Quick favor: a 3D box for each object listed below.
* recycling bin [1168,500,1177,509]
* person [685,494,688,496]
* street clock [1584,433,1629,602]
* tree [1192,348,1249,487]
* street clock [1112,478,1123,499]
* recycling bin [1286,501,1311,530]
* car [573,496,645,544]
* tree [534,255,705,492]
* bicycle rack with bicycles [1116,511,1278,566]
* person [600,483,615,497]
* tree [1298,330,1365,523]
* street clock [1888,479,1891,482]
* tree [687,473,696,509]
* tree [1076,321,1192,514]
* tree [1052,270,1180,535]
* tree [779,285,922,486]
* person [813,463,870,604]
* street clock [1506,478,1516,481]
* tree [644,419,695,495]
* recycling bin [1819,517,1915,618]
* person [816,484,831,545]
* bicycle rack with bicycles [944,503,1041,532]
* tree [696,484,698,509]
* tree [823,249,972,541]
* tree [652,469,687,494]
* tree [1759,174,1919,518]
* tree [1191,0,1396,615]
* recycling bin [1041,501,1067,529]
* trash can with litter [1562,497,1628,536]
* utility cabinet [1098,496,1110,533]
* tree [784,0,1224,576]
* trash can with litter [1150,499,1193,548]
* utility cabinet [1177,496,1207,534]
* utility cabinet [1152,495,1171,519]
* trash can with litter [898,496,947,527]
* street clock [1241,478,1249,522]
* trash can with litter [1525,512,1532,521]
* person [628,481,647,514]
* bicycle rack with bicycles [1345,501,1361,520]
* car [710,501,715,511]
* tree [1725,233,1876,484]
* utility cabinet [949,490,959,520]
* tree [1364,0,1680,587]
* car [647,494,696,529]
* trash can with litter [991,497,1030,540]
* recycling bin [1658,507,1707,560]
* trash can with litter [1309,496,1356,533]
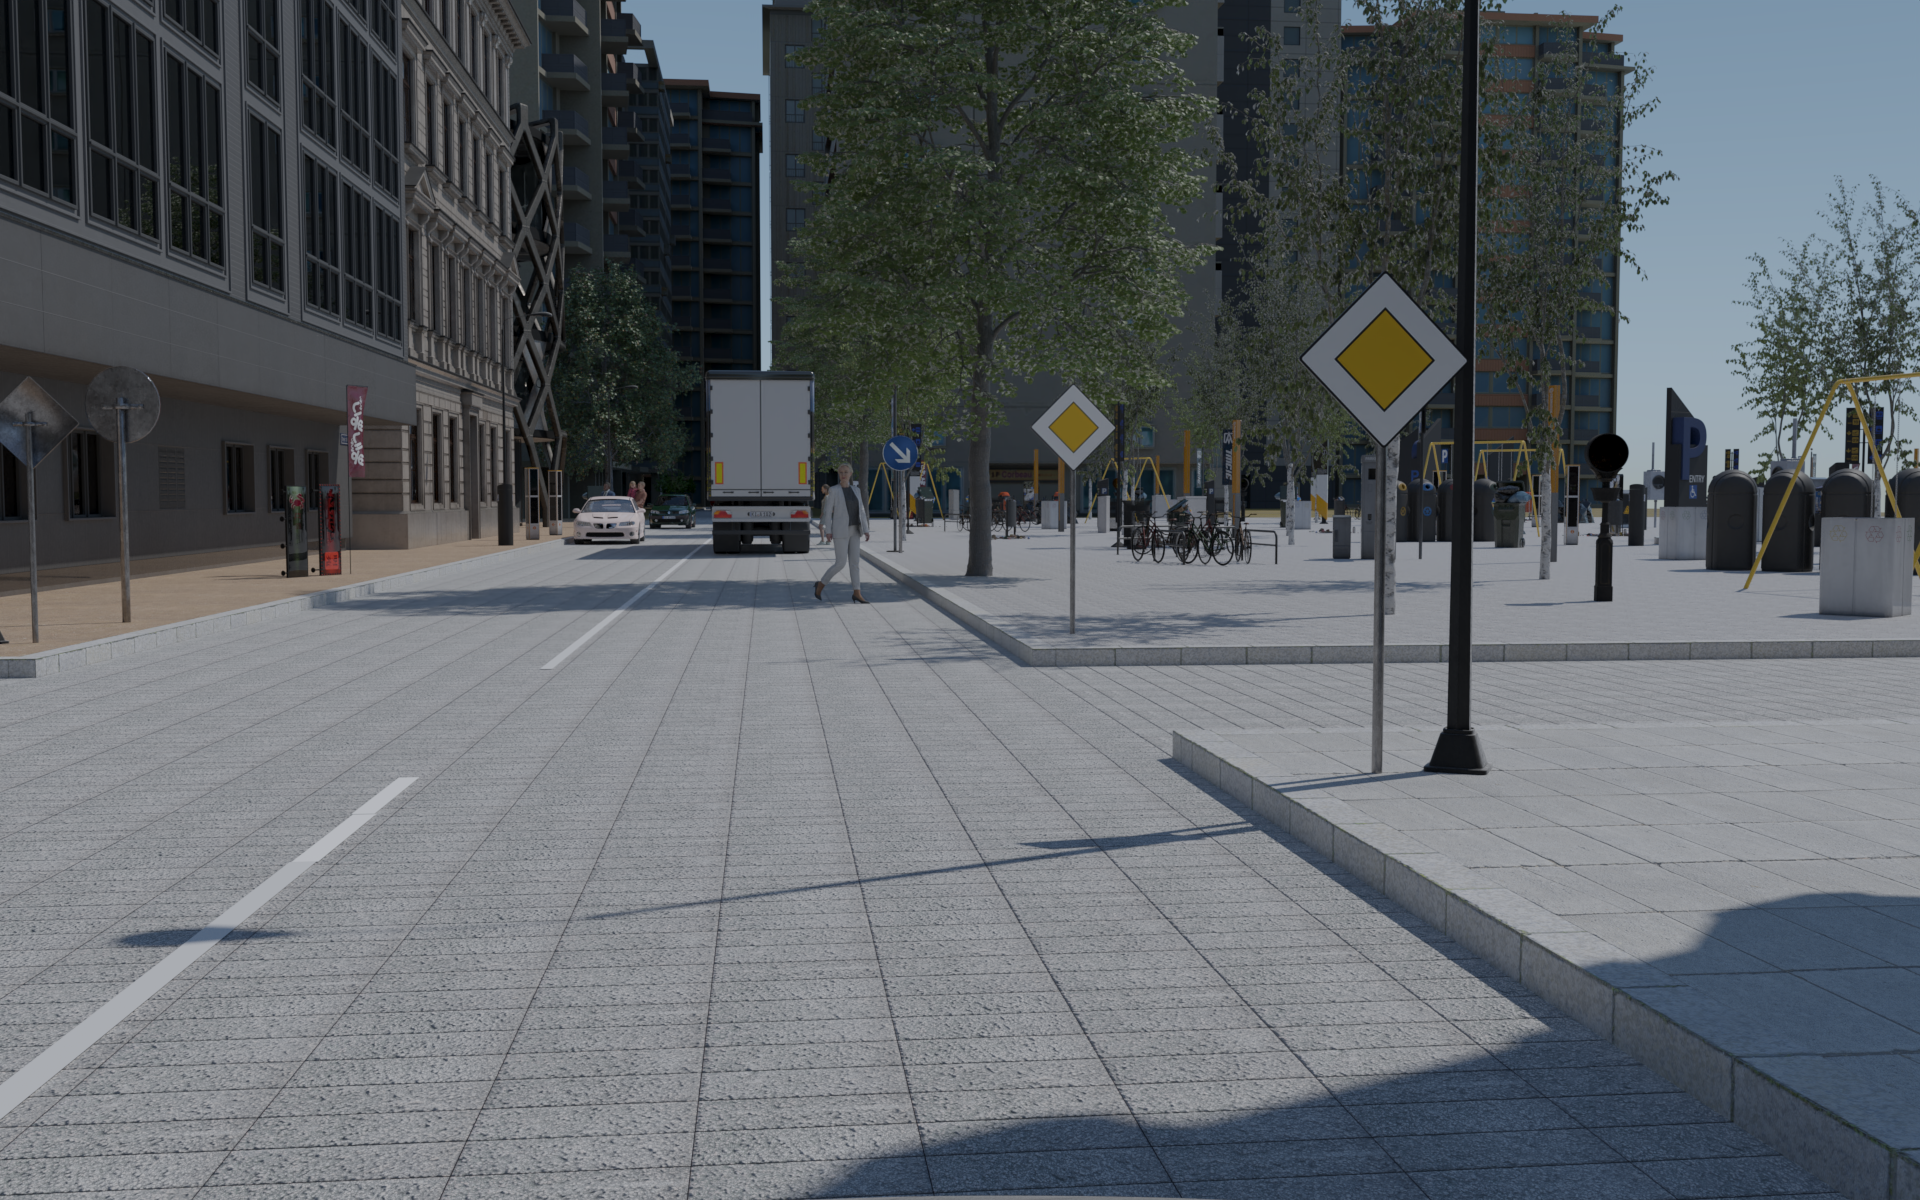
[{"bbox_3d":[9.962,-4.055,78.852,0.722,1.027,0.722,3,5,41],"label":"recycling bin"},{"bbox_3d":[-16.764,-5.751,105.748,0.599,1.433,0.991,0,4,-6],"label":"person"},{"bbox_3d":[7.704,-0.986,20.687,0.471,2.002,0.358,1,4,10],"label":"street clock"},{"bbox_3d":[12.406,-8.327,86.510,4.737,8.622,4.395,0,3,0],"label":"tree"},{"bbox_3d":[7.053,-4.465,77.568,0.471,2.002,0.358,0,4,8],"label":"street clock"},{"bbox_3d":[12.288,-3.078,62.880,0.722,1.027,0.722,-1,4,-10],"label":"recycling bin"},{"bbox_3d":[-10.289,-2.363,51.000,2.083,1.381,4.827,0,4,-7],"label":"car"},{"bbox_3d":[-17.033,-10.189,83.591,9.611,12.733,9.660,0,3,0],"label":"tree"},{"bbox_3d":[4.638,-1.145,32.097,2.852,0.926,2.925,-1,4,-10],"label":"bicycle rack with bicycles"},{"bbox_3d":[-11.400,-2.877,55.729,0.721,1.800,0.419,1,4,18],"label":"person"},{"bbox_3d":[16.092,-7.730,76.748,4.737,8.622,4.395,0,3,0],"label":"tree"},{"bbox_3d":[43.567,-4.672,80.963,0.471,2.002,0.358,-3,5,-43],"label":"street clock"},{"bbox_3d":[-21.808,-8.569,134.712,1.663,3.219,1.824,0,3,0],"label":"tree"},{"bbox_3d":[6.655,-7.250,68.896,4.737,8.622,4.395,0,3,0],"label":"tree"},{"bbox_3d":[5.108,-6.354,54.244,4.360,8.622,3.978,0,3,0],"label":"tree"},{"bbox_3d":[-4.865,-8.470,72.896,7.601,10.594,8.767,-1,4,-20],"label":"tree"},{"bbox_3d":[-1.549,-0.878,22.734,0.818,1.842,0.514,2,4,31],"label":"person"},{"bbox_3d":[25.222,-4.571,79.301,0.471,2.002,0.358,-2,4,-32],"label":"street clock"},{"bbox_3d":[-21.629,-10.742,125.995,4.737,8.622,4.395,0,3,0],"label":"tree"},{"bbox_3d":[9.640,-0.359,18.417,0.722,1.027,0.722,-3,5,-45],"label":"recycling bin"},{"bbox_3d":[-3.755,-2.392,48.608,0.522,1.701,0.512,0,4,2],"label":"person"},{"bbox_3d":[0.716,-2.802,59.192,2.852,0.926,2.925,-2,4,-28],"label":"bicycle rack with bicycles"},{"bbox_3d":[-23.893,-9.738,153.817,1.663,3.219,1.824,0,3,0],"label":"tree"},{"bbox_3d":[-1.549,-5.906,46.933,4.737,8.622,4.395,0,3,0],"label":"tree"},{"bbox_3d":[-20.471,-7.729,120.978,1.663,3.219,1.824,0,3,0],"label":"tree"},{"bbox_3d":[20.641,-5.427,39.094,4.360,8.622,3.978,0,3,0],"label":"tree"},{"bbox_3d":[4.562,-4.165,18.463,4.360,8.622,3.978,0,3,0],"label":"tree"},{"bbox_3d":[3.446,-3.111,63.424,0.722,1.027,0.722,-2,4,-24],"label":"recycling bin"},{"bbox_3d":[19.543,-2.558,52.882,2.233,1.210,1.678,1,4,12],"label":"trash can with litter"},{"bbox_3d":[4.751,-2.822,57.299,0.306,1.237,1.020,1,4,11],"label":"utility cabinet"},{"bbox_3d":[0.622,-6.665,27.105,7.486,12.596,7.792,0,3,0],"label":"tree"},{"bbox_3d":[5.006,-1.842,41.509,1.055,1.170,0.624,0,4,-4],"label":"trash can with litter"},{"bbox_3d":[6.467,-2.277,48.383,0.306,1.237,1.020,3,5,42],"label":"utility cabinet"},{"bbox_3d":[10.544,-4.867,90.743,1.020,1.237,0.306,-2,4,-31],"label":"utility cabinet"},{"bbox_3d":[-1.651,-3.479,67.934,1.678,1.210,2.233,-2,4,-32],"label":"trash can with litter"},{"bbox_3d":[13.106,-4.623,80.157,0.471,2.002,0.358,1,4,18],"label":"street clock"},{"bbox_3d":[27.297,-4.431,83.509,2.233,1.210,1.678,-2,4,-32],"label":"trash can with litter"},{"bbox_3d":[-10.056,-2.777,53.885,0.580,1.828,0.573,-1,4,-19],"label":"person"},{"bbox_3d":[20.448,-4.507,87.067,2.852,0.926,2.925,-1,4,-11],"label":"bicycle rack with bicycles"},{"bbox_3d":[-20.255,-8.494,147.557,2.281,1.827,5.304,0,4,-8],"label":"car"},{"bbox_3d":[24.117,-6.096,50.037,4.737,8.622,4.395,0,3,0],"label":"tree"},{"bbox_3d":[-0.284,-4.685,85.283,0.318,1.500,1.173,-1,4,-11],"label":"utility cabinet"},{"bbox_3d":[8.558,-4.614,25.797,4.360,8.622,3.978,0,3,0],"label":"tree"},{"bbox_3d":[-12.045,-3.844,72.633,2.009,1.686,4.222,0,4,-5],"label":"car"},{"bbox_3d":[1.189,-2.348,49.442,1.678,1.210,2.233,2,4,27],"label":"trash can with litter"},{"bbox_3d":[14.218,-1.310,33.972,0.722,1.027,0.722,0,4,-7],"label":"recycling bin"},{"bbox_3d":[12.433,-2.833,57.385,1.678,1.210,2.233,-1,4,-22],"label":"trash can with litter"}]
